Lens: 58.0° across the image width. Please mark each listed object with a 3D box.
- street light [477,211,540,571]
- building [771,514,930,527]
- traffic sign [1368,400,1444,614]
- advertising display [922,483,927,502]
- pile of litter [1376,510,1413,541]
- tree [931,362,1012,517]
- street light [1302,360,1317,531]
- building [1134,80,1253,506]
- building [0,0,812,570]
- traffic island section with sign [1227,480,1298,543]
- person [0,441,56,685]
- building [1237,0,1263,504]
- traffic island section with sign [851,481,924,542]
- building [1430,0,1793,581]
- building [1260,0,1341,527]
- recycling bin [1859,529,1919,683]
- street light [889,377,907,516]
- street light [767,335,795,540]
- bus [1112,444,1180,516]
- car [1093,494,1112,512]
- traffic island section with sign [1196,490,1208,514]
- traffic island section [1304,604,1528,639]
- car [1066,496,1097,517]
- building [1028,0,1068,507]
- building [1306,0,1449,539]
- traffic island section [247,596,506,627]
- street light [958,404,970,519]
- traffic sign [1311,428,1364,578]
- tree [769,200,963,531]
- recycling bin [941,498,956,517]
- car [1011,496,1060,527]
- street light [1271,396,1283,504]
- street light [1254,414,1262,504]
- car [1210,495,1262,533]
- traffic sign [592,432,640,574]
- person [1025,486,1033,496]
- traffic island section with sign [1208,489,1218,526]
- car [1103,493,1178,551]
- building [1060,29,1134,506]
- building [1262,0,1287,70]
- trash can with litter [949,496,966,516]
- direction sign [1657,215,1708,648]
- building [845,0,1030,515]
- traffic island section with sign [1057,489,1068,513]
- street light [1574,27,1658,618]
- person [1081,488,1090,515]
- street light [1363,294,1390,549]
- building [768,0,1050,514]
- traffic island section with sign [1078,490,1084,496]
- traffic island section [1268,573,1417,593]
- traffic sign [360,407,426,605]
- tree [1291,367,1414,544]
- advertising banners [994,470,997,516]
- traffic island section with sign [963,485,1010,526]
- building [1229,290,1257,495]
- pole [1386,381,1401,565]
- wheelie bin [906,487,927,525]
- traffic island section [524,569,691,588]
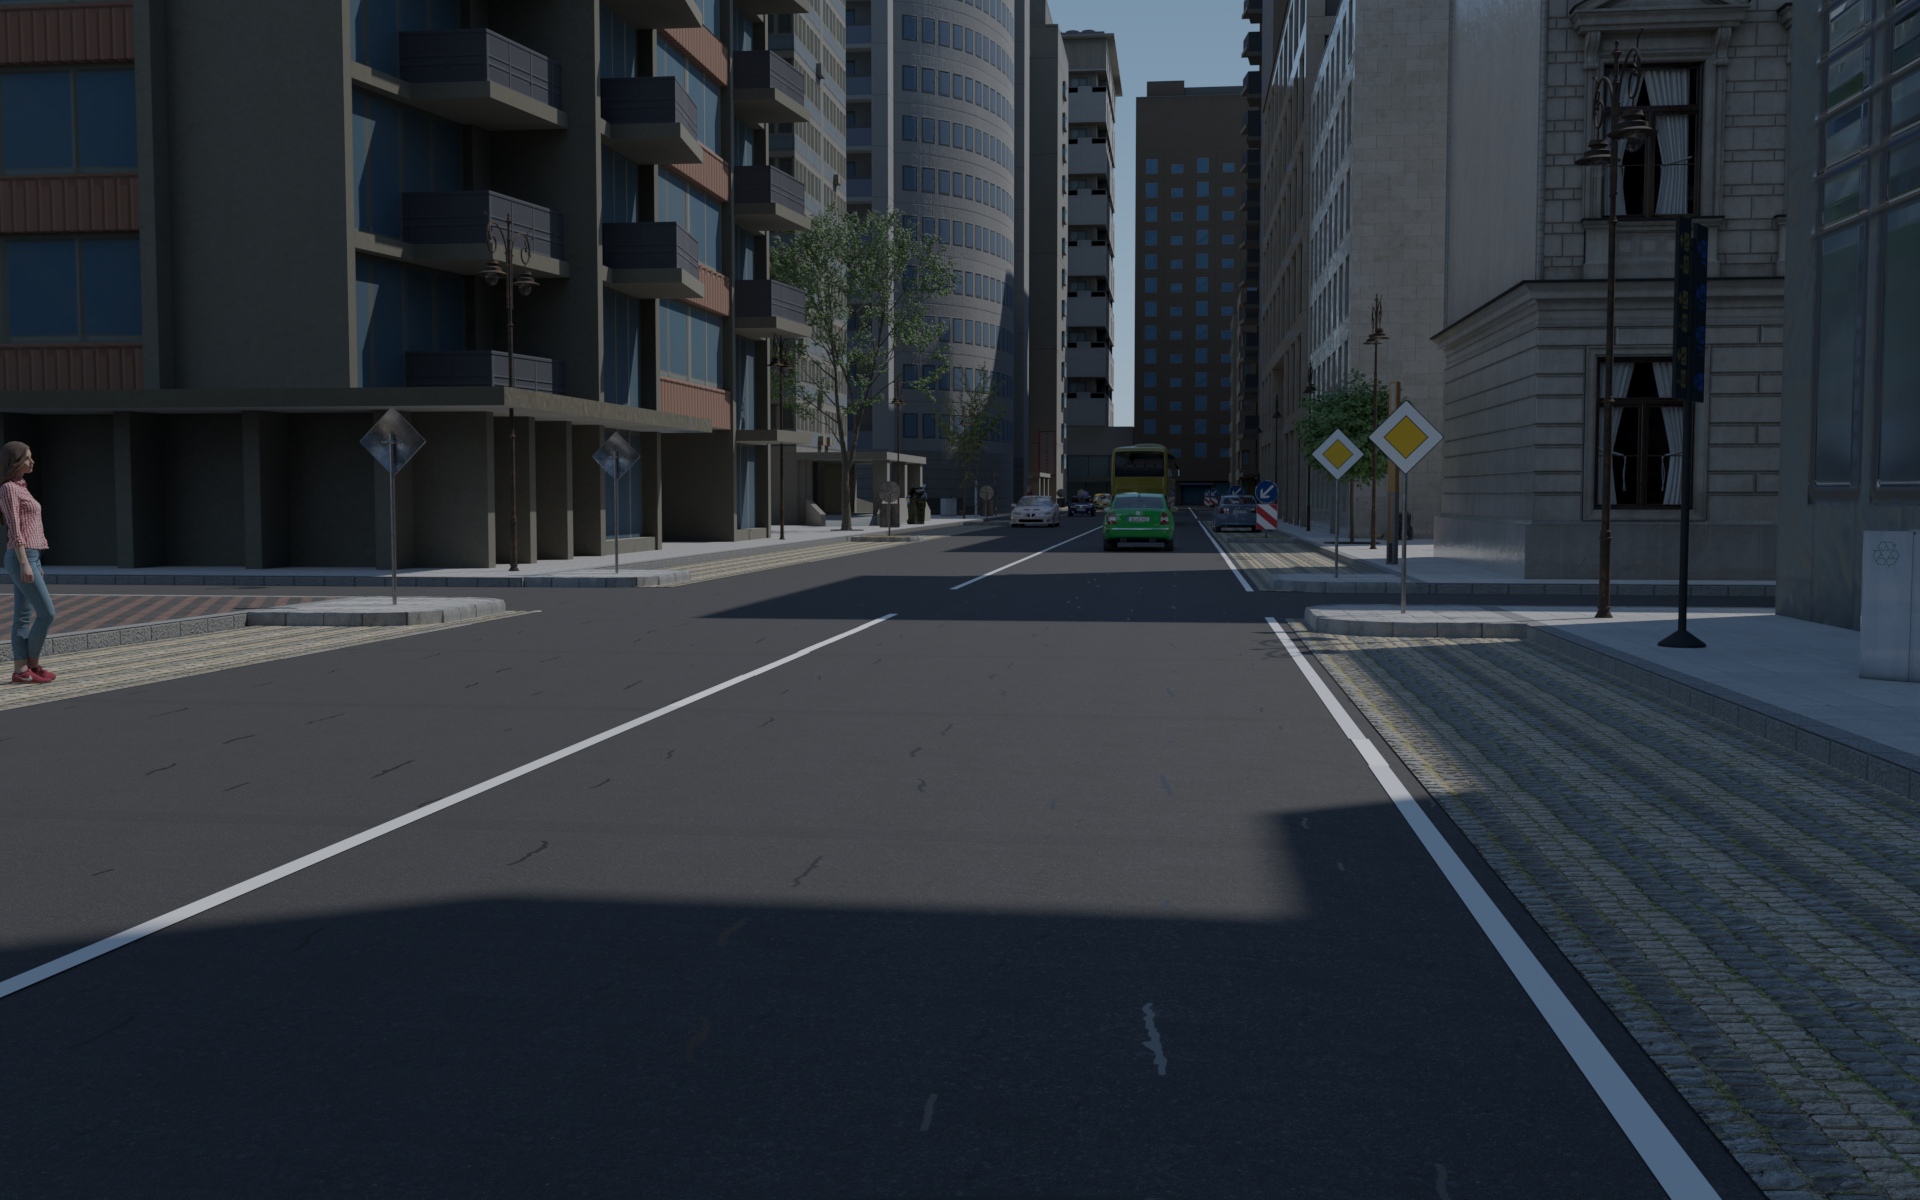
[{"bbox_3d":[-7.425,-3.417,28.651,0.468,5.910,1.993,0,4,7],"label":"street light"},{"bbox_3d":[-18.274,-23.567,77.209,32.217,40.220,23.993,0,4,7],"label":"building"},{"bbox_3d":[4.759,-0.912,18.548,0.795,2.450,0.064,0,4,7],"label":"traffic sign"},{"bbox_3d":[-2.477,-5.988,103.120,0.974,1.923,0.123,0,4,-5],"label":"advertising display"},{"bbox_3d":[12.190,-2.118,48.599,1.176,0.858,1.719,2,4,32],"label":"pile of litter"},{"bbox_3d":[0.651,-8.855,95.137,4.737,8.622,4.395,0,3,0],"label":"tree"},{"bbox_3d":[12.091,-5.330,59.936,0.468,5.910,1.993,0,4,7],"label":"street light"},{"bbox_3d":[26.547,-33.067,190.752,14.200,45.320,14.600,0,4,7],"label":"building"},{"bbox_3d":[-16.098,-23.702,42.153,22.147,44.769,28.867,0,4,7],"label":"building"},{"bbox_3d":[8.880,-2.590,50.980,1.989,1.847,2.006,0,4,7],"label":"traffic island section with sign"},{"bbox_3d":[-6.989,-0.272,12.957,0.388,1.821,0.555,-2,4,-33],"label":"person"},{"bbox_3d":[32.517,-29.126,130.829,22.147,44.769,28.867,0,4,7],"label":"building"},{"bbox_3d":[-2.152,-2.674,52.348,1.989,1.847,2.006,0,4,7],"label":"traffic island section with sign"},{"bbox_3d":[18.090,-10.056,29.035,19.286,19.102,10.561,0,4,7],"label":"building"},{"bbox_3d":[24.865,-16.977,82.089,19.350,26.468,34.151,0,4,7],"label":"building"},{"bbox_3d":[6.746,0.036,11.972,0.722,1.027,0.722,-3,4,-38],"label":"recycling bin"},{"bbox_3d":[-2.438,-5.849,68.419,0.468,5.910,1.993,0,4,7],"label":"street light"},{"bbox_3d":[-4.999,-4.630,48.493,0.468,5.910,1.993,0,4,7],"label":"street light"},{"bbox_3d":[9.051,-5.666,84.191,2.896,3.916,12.252,1,4,9],"label":"bus"},{"bbox_3d":[11.259,-7.730,136.606,2.015,1.641,3.980,1,4,9],"label":"car"},{"bbox_3d":[18.557,-7.271,127.508,1.989,1.847,2.006,0,4,7],"label":"traffic island section with sign"},{"bbox_3d":[4.783,0.224,18.622,2.009,0.180,2.903,0,4,7],"label":"traffic island section"},{"bbox_3d":[7.858,-6.062,111.698,1.945,1.354,3.894,0,4,5],"label":"car"},{"bbox_3d":[-0.731,-33.301,168.172,21.600,48.544,21.300,0,4,7],"label":"building"},{"bbox_3d":[17.399,-12.371,57.013,10.420,20.320,16.860,0,4,7],"label":"building"},{"bbox_3d":[-6.568,0.136,20.057,2.009,0.180,2.903,0,4,7],"label":"traffic island section"},{"bbox_3d":[0.211,-7.114,89.098,0.468,5.910,1.993,0,4,7],"label":"street light"},{"bbox_3d":[5.760,-1.396,26.470,0.795,2.450,0.064,0,4,7],"label":"traffic sign"},{"bbox_3d":[-3.876,-8.233,60.360,9.928,11.665,9.643,0,3,0],"label":"tree"},{"bbox_3d":[-0.657,-5.315,99.447,0.722,1.027,0.722,-1,4,-23],"label":"recycling bin"},{"bbox_3d":[3.341,-3.886,75.903,2.083,1.381,4.827,0,4,8],"label":"car"},{"bbox_3d":[14.567,-6.543,79.773,0.468,5.910,1.993,0,4,7],"label":"street light"},{"bbox_3d":[17.138,-7.756,99.597,0.468,5.910,1.993,0,4,7],"label":"street light"},{"bbox_3d":[10.442,-3.263,65.347,2.014,1.417,4.499,0,4,7],"label":"car"},{"bbox_3d":[-5.542,-1.485,27.915,0.795,2.450,0.064,0,4,7],"label":"traffic sign"},{"bbox_3d":[3.283,-4.486,81.814,0.573,1.828,0.580,-1,4,-21],"label":"person"},{"bbox_3d":[12.273,-4.226,77.721,1.989,1.847,2.006,0,4,7],"label":"traffic island section with sign"},{"bbox_3d":[4.673,-2.210,44.928,1.959,1.807,4.718,0,4,7],"label":"car"},{"bbox_3d":[6.583,-37.346,199.851,27.495,52.752,28.713,0,4,7],"label":"building"},{"bbox_3d":[26.416,-28.123,109.917,14.600,45.320,14.200,0,4,7],"label":"building"},{"bbox_3d":[-0.236,-5.586,102.710,1.055,1.170,0.624,-2,4,-27],"label":"trash can with litter"},{"bbox_3d":[6.081,-1.375,14.485,0.379,3.537,0.876,3,4,37],"label":"direction sign"},{"bbox_3d":[-6.981,-35.169,117.017,21.231,58.520,28.212,0,4,7],"label":"building"},{"bbox_3d":[7.601,-7.391,129.473,1.989,1.847,2.006,0,4,7],"label":"traffic island section with sign"},{"bbox_3d":[6.684,-2.753,17.806,0.468,5.910,1.993,0,4,7],"label":"street light"},{"bbox_3d":[8.699,-6.849,120.344,0.709,1.838,0.599,1,4,9],"label":"person"},{"bbox_3d":[9.609,-4.117,40.101,0.468,5.910,1.993,0,4,7],"label":"street light"},{"bbox_3d":[-8.880,-27.710,144.944,32.217,40.220,23.993,0,4,7],"label":"building"},{"bbox_3d":[10.986,-9.027,156.216,1.989,1.847,2.006,0,4,7],"label":"traffic island section with sign"},{"bbox_3d":[5.785,-0.261,26.544,2.009,0.180,2.903,0,4,7],"label":"traffic island section"},{"bbox_3d":[-6.543,-1.000,19.992,0.795,2.450,0.064,0,4,7],"label":"traffic sign"},{"bbox_3d":[10.258,-3.740,44.860,4.285,4.588,4.351,0,3,0],"label":"tree"},{"bbox_3d":[2.047,-6.348,99.982,0.090,3.025,2.074,0,4,3],"label":"advertising banners"},{"bbox_3d":[1.238,-4.310,79.090,1.989,1.847,2.006,0,4,7],"label":"traffic island section with sign"},{"bbox_3d":[39.299,-19.248,159.742,27.650,21.520,28.899,0,4,7],"label":"building"},{"bbox_3d":[7.874,-2.301,31.459,0.158,3.312,0.155,0,3,0],"label":"pole"},{"bbox_3d":[-1.806,-3.991,73.156,0.980,1.594,0.693,-3,5,-42],"label":"wheelie bin"},{"bbox_3d":[-5.566,-0.349,27.979,2.009,0.180,2.903,0,4,7],"label":"traffic island section"}]
